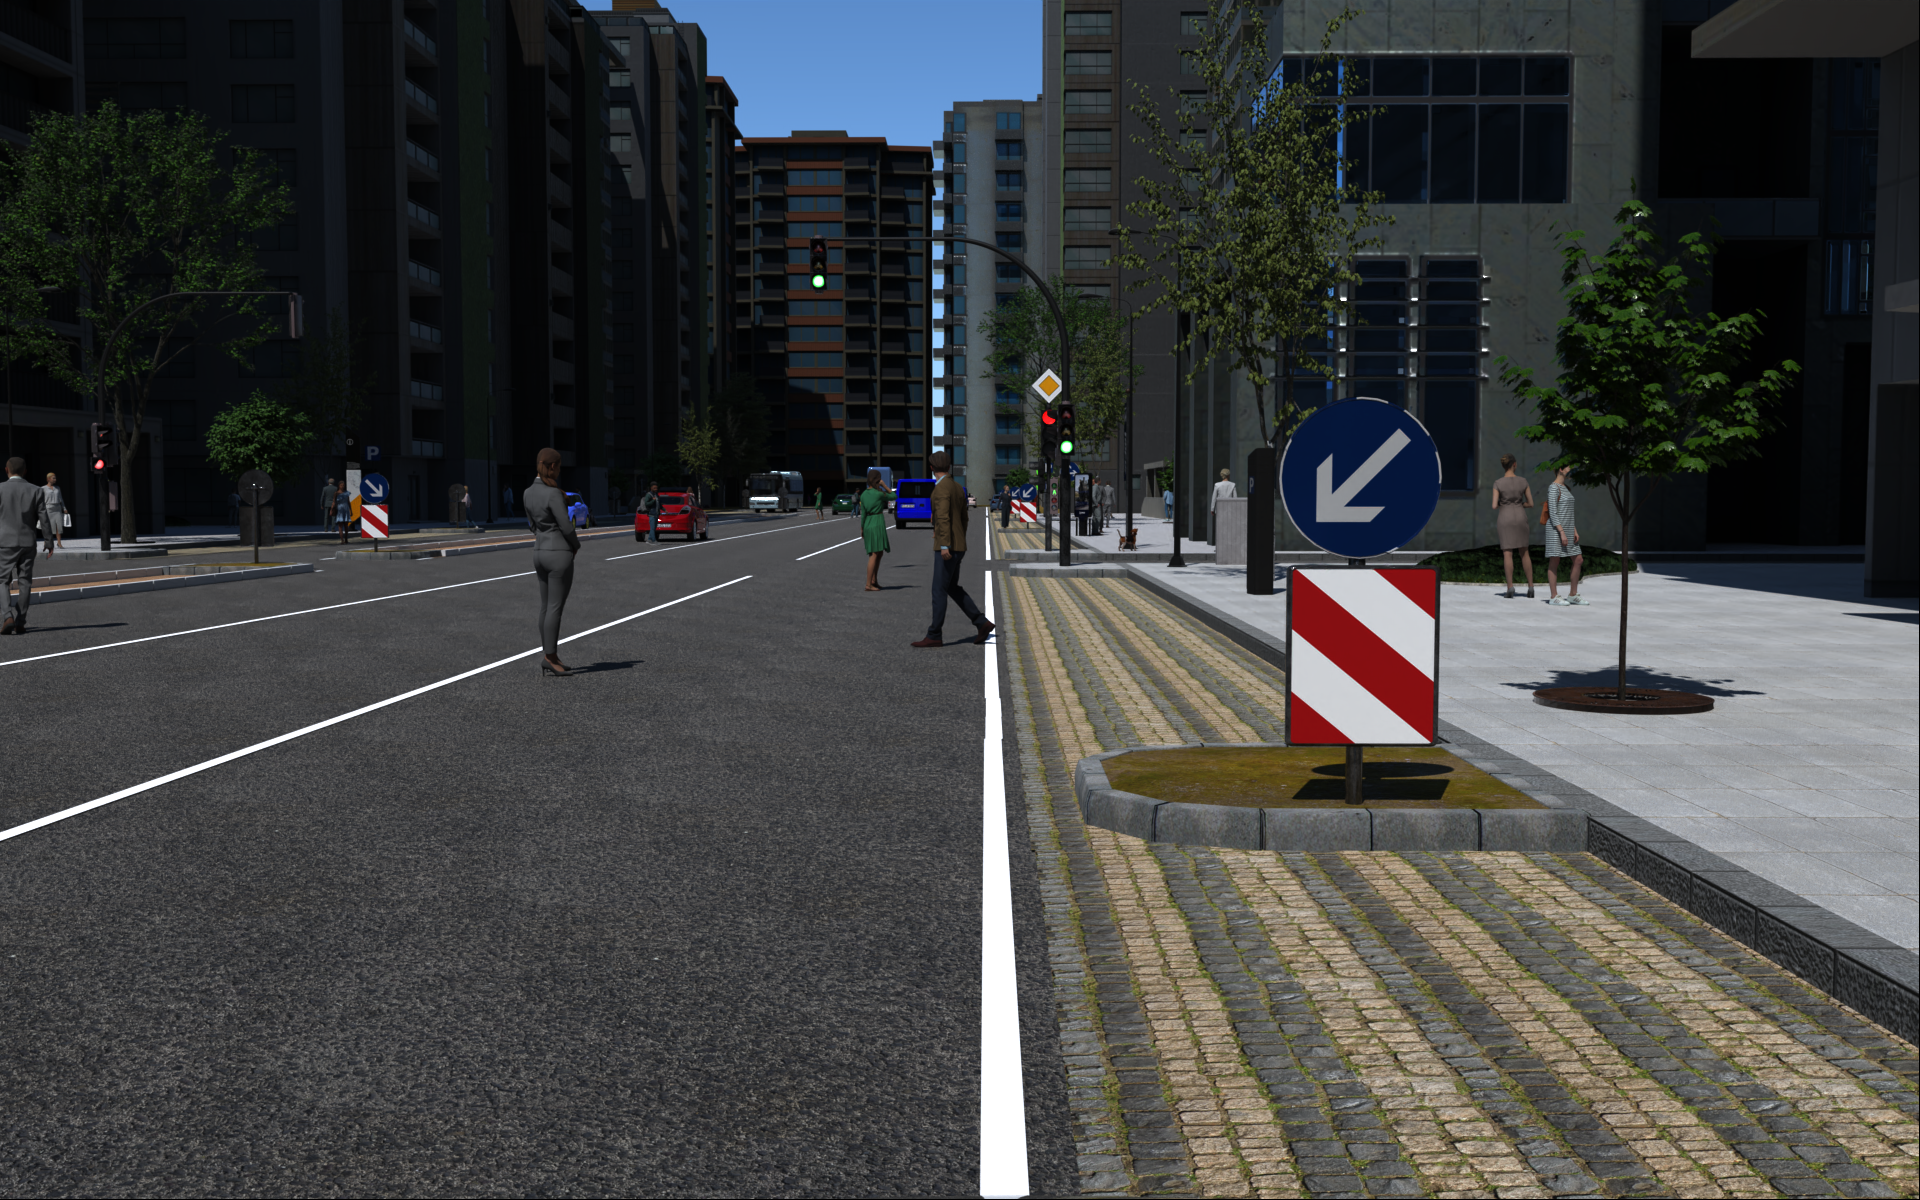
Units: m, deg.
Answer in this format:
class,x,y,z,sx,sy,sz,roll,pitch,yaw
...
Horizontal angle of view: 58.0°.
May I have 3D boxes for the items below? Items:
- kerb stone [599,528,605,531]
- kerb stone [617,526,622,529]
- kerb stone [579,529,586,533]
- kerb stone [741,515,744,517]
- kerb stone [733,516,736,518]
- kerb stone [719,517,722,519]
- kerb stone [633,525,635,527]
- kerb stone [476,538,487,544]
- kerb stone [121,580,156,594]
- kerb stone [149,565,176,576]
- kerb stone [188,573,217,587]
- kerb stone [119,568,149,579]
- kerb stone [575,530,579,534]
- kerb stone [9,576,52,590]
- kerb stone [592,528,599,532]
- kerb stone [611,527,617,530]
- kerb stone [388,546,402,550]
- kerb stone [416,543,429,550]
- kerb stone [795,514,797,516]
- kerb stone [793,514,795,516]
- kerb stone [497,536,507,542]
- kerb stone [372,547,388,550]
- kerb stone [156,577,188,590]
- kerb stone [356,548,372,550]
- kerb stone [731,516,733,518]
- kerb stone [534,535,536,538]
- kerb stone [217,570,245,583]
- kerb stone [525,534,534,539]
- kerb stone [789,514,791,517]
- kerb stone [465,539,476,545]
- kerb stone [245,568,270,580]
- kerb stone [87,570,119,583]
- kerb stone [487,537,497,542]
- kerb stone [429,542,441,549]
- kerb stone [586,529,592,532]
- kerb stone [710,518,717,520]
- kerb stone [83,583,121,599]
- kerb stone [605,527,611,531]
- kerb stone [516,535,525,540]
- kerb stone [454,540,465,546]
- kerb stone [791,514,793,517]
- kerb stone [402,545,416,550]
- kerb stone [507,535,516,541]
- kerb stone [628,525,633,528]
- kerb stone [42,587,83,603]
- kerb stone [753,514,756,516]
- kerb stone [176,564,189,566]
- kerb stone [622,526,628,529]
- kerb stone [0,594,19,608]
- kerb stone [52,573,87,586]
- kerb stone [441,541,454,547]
class,x,y,z,sx,sy,sz,roll,pitch,yaw
kerb stone,-13.530,-2.601,64.728,0.120,0.150,1.000,0,4,1
kerb stone,-13.491,-2.787,67.800,0.120,0.150,1.000,0,4,1
kerb stone,-13.573,-2.412,61.645,0.120,0.150,1.000,0,4,1
kerb stone,-12.971,-4.859,101.654,0.120,0.150,1.000,0,4,1
kerb stone,-13.016,-4.672,98.581,0.120,0.150,1.000,0,4,1
kerb stone,-13.100,-4.358,93.451,0.120,0.150,1.000,0,4,1
kerb stone,-13.440,-2.978,70.887,0.120,0.150,1.000,0,4,1
kerb stone,-13.768,-1.654,49.369,0.120,0.150,1.000,0,4,1
kerb stone,-12.035,-0.177,25.191,0.120,0.150,1.000,0,4,1
kerb stone,-14.059,-0.497,30.326,0.120,0.150,1.000,0,4,1
kerb stone,-12.003,-0.302,27.239,0.120,0.150,1.000,0,4,1
kerb stone,-14.069,-0.435,29.304,0.120,0.150,1.000,0,4,1
kerb stone,-13.592,-2.349,60.623,0.120,0.150,1.000,0,4,1
kerb stone,-14.120,-0.244,26.229,0.120,0.150,1.000,0,4,1
kerb stone,-13.546,-2.539,63.706,0.120,0.150,1.000,0,4,1
kerb stone,-13.501,-2.727,66.776,0.120,0.150,1.000,0,4,1
kerb stone,-13.880,-1.222,42.183,0.120,0.150,1.000,0,4,1
kerb stone,-13.849,-1.342,44.239,0.120,0.150,1.000,0,4,1
kerb stone,-10.732,-5.419,110.813,0.120,0.150,1.000,0,4,1
kerb stone,-10.745,-5.355,109.791,0.120,0.150,1.000,0,4,1
kerb stone,-13.734,-1.787,51.417,0.120,0.150,1.000,0,4,1
kerb stone,-13.890,-1.160,41.154,0.120,0.150,1.000,0,4,1
kerb stone,-12.020,-0.243,26.217,0.120,0.150,1.000,0,4,1
kerb stone,-13.909,-1.097,40.125,0.120,0.150,1.000,0,4,1
kerb stone,-13.032,-4.608,97.544,0.120,0.150,1.000,0,4,1
kerb stone,-13.670,-2.037,55.505,0.120,0.150,1.000,0,4,1
kerb stone,-11.990,-0.367,28.261,0.120,0.150,1.000,0,4,1
kerb stone,-13.683,-1.975,54.483,0.120,0.150,1.000,0,4,1
kerb stone,-10.784,-5.223,107.739,0.120,0.150,1.000,0,4,1
kerb stone,-13.787,-1.599,48.341,0.120,0.150,1.000,0,4,1
kerb stone,-11.972,-0.433,29.283,0.120,0.150,1.000,0,4,1
kerb stone,-14.089,-0.372,28.273,0.120,0.150,1.000,0,4,1
kerb stone,-13.747,-1.724,50.390,0.120,0.150,1.000,0,4,1
kerb stone,-13.838,-1.411,45.261,0.120,0.150,1.000,0,4,1
kerb stone,-13.568,-2.476,62.677,0.120,0.150,1.000,0,4,1
kerb stone,-13.119,-4.232,91.389,0.120,0.150,1.000,0,4,1
kerb stone,-12.049,-0.114,24.169,0.120,0.150,1.000,0,4,1
kerb stone,-13.522,-2.661,65.750,0.120,0.150,1.000,0,4,1
kerb stone,-13.707,-1.912,53.461,0.120,0.150,1.000,0,4,1
kerb stone,-13.799,-1.531,47.315,0.120,0.150,1.000,0,4,1
kerb stone,-10.766,-5.294,108.764,0.120,0.150,1.000,0,4,1
kerb stone,-13.864,-1.286,43.217,0.120,0.150,1.000,0,4,1
kerb stone,-13.721,-1.848,52.439,0.120,0.150,1.000,0,4,1
kerb stone,-13.453,-2.915,69.854,0.120,0.150,1.000,0,4,1
kerb stone,-12.067,-0.053,23.138,0.120,0.150,1.000,0,4,1
kerb stone,-12.887,-5.173,106.779,0.120,0.150,1.000,0,4,1
kerb stone,-14.043,-0.560,31.355,0.120,0.150,1.000,0,4,1
kerb stone,-13.468,-2.851,68.827,0.120,0.150,1.000,0,4,1
kerb stone,-12.082,0.006,22.105,0.120,0.150,1.000,0,4,1
kerb stone,-14.101,-0.309,27.251,0.120,0.150,1.000,0,4,1
kerb stone,-13.816,-1.474,46.292,0.120,0.150,1.000,0,4,1
